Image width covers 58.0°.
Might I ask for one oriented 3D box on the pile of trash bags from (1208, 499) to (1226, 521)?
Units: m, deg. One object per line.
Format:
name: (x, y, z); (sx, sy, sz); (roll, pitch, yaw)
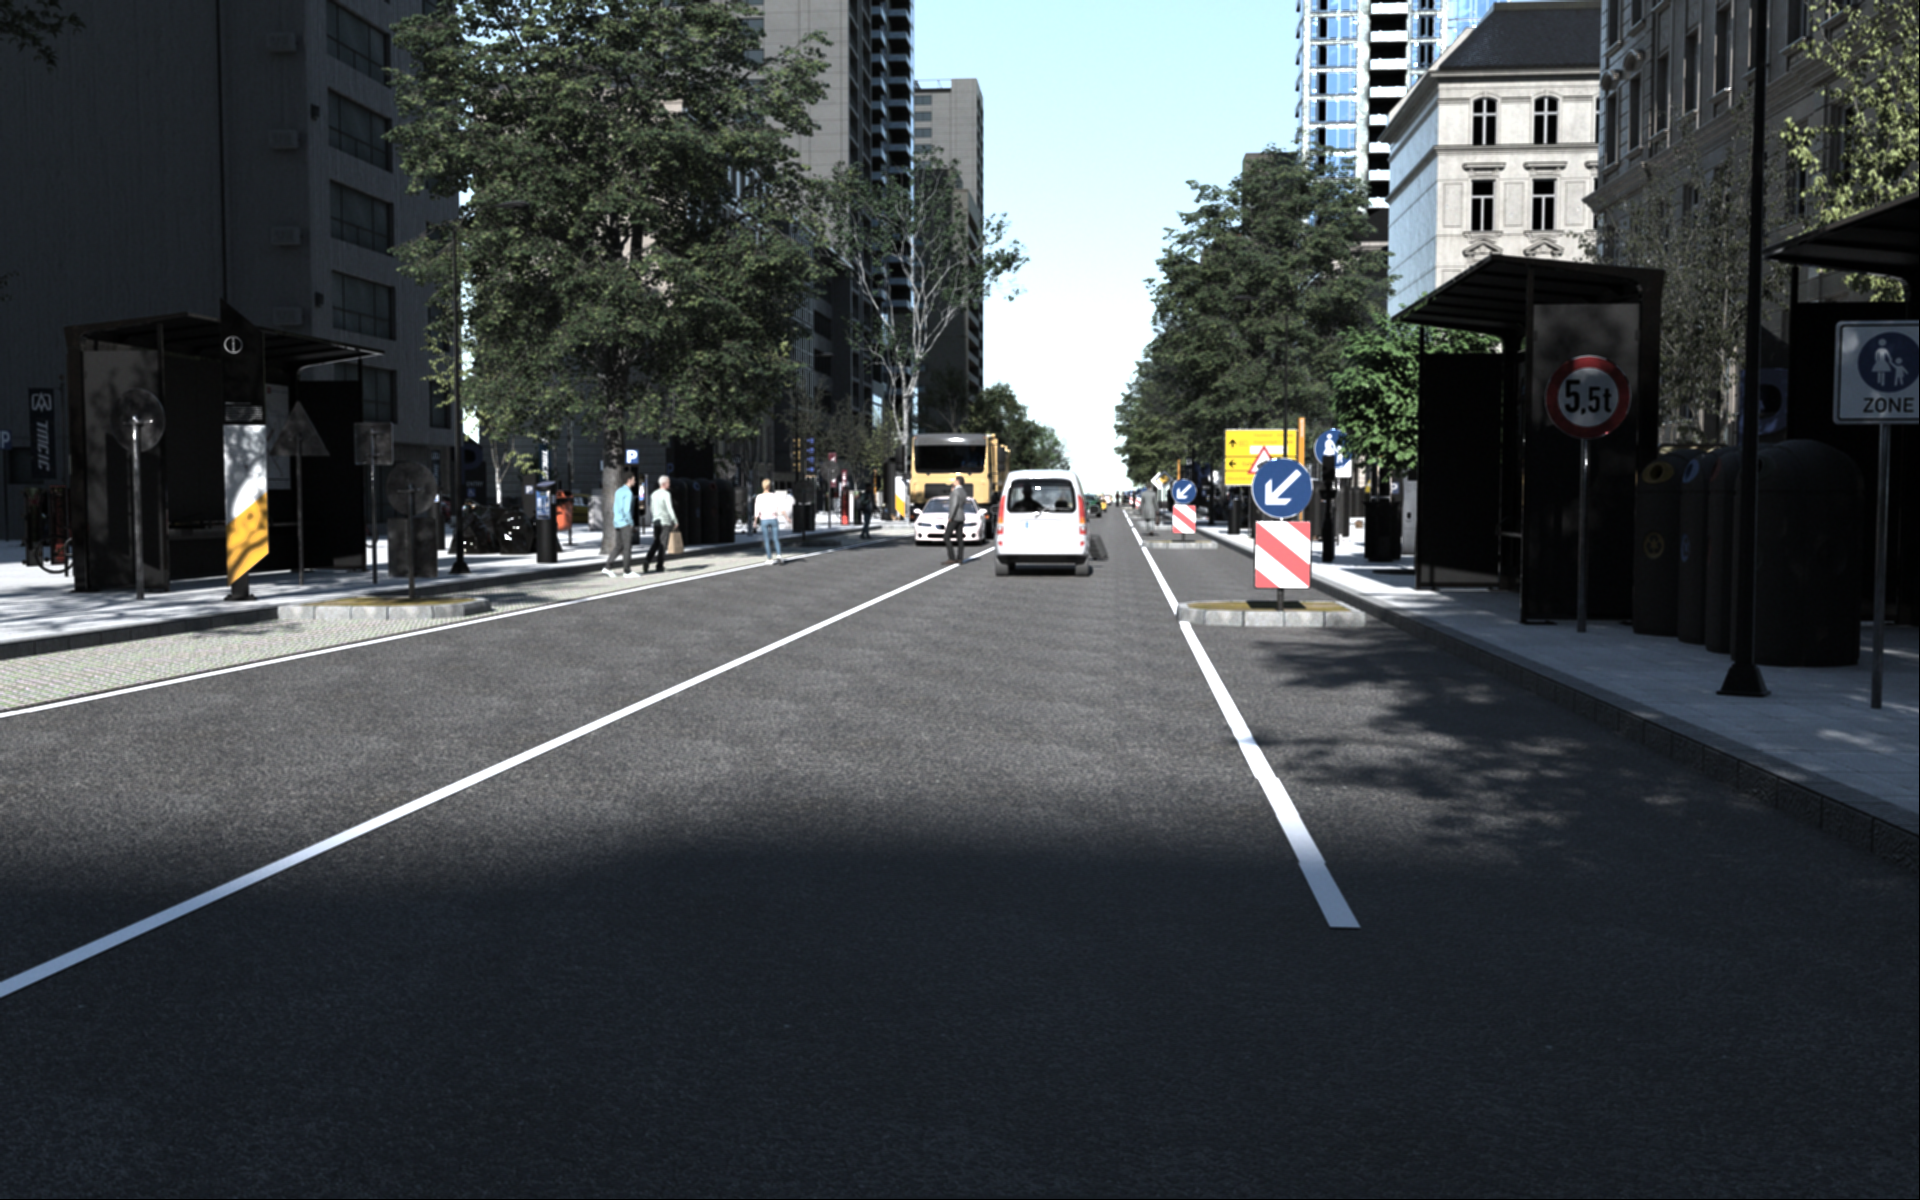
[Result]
pile of trash bags: (13.728, -4.470, 82.829); (3.447, 1.369, 1.912); (-1, 4, -16)

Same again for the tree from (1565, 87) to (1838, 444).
tree: (13.410, -4.942, 31.162); (4.360, 8.622, 3.978); (0, 3, 0)

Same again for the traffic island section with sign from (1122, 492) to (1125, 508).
traffic island section with sign: (13.157, -7.289, 127.797); (1.989, 1.847, 2.006); (0, 4, 5)

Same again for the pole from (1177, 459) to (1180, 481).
pole: (12.891, -6.623, 102.135); (0.158, 3.312, 0.155); (0, 3, 0)

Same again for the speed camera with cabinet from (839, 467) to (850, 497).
speed camera with cabinet: (-8.312, -8.261, 129.407); (0.660, 3.252, 2.038); (2, 4, 24)

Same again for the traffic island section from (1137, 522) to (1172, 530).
traffic island section: (8.400, -2.986, 71.106); (2.009, 0.180, 2.903); (0, 4, 5)

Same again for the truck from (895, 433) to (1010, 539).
truck: (0.053, -3.774, 57.626); (3.469, 3.379, 9.791); (0, 4, 6)

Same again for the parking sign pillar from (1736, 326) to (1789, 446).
parking sign pillar: (12.640, -2.337, 26.679); (1.447, 3.967, 1.447); (-2, 4, -26)

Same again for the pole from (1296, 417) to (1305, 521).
pole: (9.080, -3.201, 46.177); (0.158, 3.312, 0.155); (0, 3, 0)

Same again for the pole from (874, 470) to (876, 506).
pole: (-7.090, -9.227, 144.704); (0.158, 3.312, 0.155); (0, 3, 0)

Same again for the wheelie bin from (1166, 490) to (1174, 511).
wheelie bin: (16.169, -7.597, 132.119); (0.980, 1.594, 0.693); (-1, 4, -11)

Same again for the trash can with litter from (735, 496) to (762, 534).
trash can with litter: (-7.172, -2.737, 55.805); (2.233, 1.210, 1.678); (-2, 4, -34)

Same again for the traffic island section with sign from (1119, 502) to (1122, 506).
traffic island section with sign: (17.710, -10.405, 178.747); (1.989, 1.847, 2.006); (0, 4, 5)

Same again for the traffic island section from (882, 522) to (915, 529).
traffic island section: (-2.099, -3.044, 72.046); (2.009, 0.180, 2.903); (0, 4, 5)

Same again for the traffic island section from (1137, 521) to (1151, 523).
traffic island section: (9.112, -3.473, 79.059); (2.009, 0.180, 2.903); (0, 4, 5)

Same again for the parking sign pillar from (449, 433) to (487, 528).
parking sign pillar: (-18.754, -4.745, 66.049); (1.447, 3.967, 1.447); (-3, 5, -43)

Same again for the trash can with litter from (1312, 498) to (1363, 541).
trash can with litter: (10.089, -2.248, 47.818); (1.678, 1.210, 2.233); (0, 4, -3)

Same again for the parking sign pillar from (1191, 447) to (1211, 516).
parking sign pillar: (14.012, -6.849, 100.451); (1.447, 3.967, 1.447); (-3, 4, -38)

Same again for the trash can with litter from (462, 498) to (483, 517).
trash can with litter: (-13.481, -2.292, 48.861); (1.055, 1.170, 0.624); (-2, 4, -35)

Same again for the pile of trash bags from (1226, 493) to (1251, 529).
pile of trash bags: (11.950, -3.341, 64.375); (3.447, 1.369, 1.912); (2, 4, 29)

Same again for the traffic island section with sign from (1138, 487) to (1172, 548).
traffic island section with sign: (5.878, -2.318, 46.527); (1.989, 1.847, 2.006); (0, 4, 5)

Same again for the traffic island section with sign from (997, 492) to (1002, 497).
traffic island section with sign: (3.048, -7.393, 129.495); (1.989, 1.847, 2.006); (0, 4, 5)

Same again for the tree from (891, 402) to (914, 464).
tree: (-5.223, -11.065, 131.280); (4.360, 8.622, 3.978); (0, 3, 0)

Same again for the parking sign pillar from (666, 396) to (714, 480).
parking sign pillar: (-7.349, -3.588, 47.130); (1.447, 3.967, 1.447); (-3, 5, -44)

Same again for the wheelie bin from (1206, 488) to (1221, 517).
wheelie bin: (14.241, -5.430, 96.685); (0.980, 1.594, 0.693); (-1, 4, -22)

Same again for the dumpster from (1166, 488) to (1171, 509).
dumpster: (18.062, -8.590, 146.204); (1.264, 1.857, 1.865); (0, 4, 5)

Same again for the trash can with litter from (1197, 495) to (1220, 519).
trash can with litter: (12.744, -4.715, 88.140); (2.233, 1.210, 1.678); (2, 4, 35)

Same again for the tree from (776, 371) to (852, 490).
tree: (-8.896, -9.418, 104.340); (4.360, 8.622, 3.978); (0, 3, 0)

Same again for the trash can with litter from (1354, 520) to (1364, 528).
trash can with litter: (15.284, -3.281, 65.031); (1.055, 1.170, 0.624); (1, 4, 15)

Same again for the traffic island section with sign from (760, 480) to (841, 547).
traffic island section with sign: (-4.305, -2.372, 47.403); (1.989, 1.847, 2.006); (0, 4, 5)

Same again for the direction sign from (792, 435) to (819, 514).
direction sign: (-6.031, -4.576, 66.812); (0.876, 3.537, 0.379); (0, 4, 6)

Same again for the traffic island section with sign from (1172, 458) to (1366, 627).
traffic island section with sign: (3.477, -0.676, 19.679); (1.989, 1.847, 2.006); (0, 4, 5)

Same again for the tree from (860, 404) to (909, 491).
tree: (-6.274, -11.688, 141.469); (4.737, 8.622, 4.395); (0, 3, 0)

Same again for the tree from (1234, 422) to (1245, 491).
tree: (23.776, -12.112, 148.392); (4.737, 8.622, 4.395); (0, 3, 0)

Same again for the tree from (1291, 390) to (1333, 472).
tree: (22.739, -9.989, 113.679); (4.360, 8.622, 3.978); (0, 3, 0)

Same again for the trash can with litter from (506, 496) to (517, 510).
trash can with litter: (-22.260, -4.495, 84.544); (2.233, 1.210, 1.678); (0, 4, -8)

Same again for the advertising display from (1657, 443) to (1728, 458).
advertising display: (9.303, -1.032, 22.085); (0.974, 1.923, 0.123); (0, 4, -5)

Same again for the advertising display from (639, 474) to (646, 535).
advertising display: (-10.445, -3.038, 54.882); (0.974, 1.923, 0.123); (0, 4, 4)

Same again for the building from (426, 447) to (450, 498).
building: (-41.156, -17.210, 99.412); (19.932, 24.808, 12.078); (0, 4, 5)

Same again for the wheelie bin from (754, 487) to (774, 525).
wheelie bin: (-8.241, -3.979, 72.964); (0.980, 1.594, 0.693); (1, 4, 18)

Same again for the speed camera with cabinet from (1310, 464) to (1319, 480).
speed camera with cabinet: (19.628, -6.459, 99.947); (2.038, 3.252, 0.660); (-1, 4, -9)

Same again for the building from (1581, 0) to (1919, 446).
building: (25.758, -15.162, 45.169); (12.463, 27.353, 25.104); (0, 4, 5)

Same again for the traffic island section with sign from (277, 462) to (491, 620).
traffic island section with sign: (-6.707, -0.729, 20.554); (1.989, 1.847, 2.006); (0, 4, 5)

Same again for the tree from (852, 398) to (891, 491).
tree: (-7.558, -10.700, 125.303); (4.360, 8.622, 3.978); (0, 3, 0)

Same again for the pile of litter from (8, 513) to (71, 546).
pile of litter: (-22.627, -1.767, 42.851); (1.719, 0.858, 1.176); (1, 4, 16)

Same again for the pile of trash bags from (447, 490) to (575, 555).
pile of trash bags: (-9.614, -1.742, 38.236); (1.912, 1.369, 3.447); (1, 4, 21)

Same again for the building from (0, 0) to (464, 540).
building: (-23.935, -17.272, 54.093); (14.107, 30.474, 14.160); (0, 4, 5)

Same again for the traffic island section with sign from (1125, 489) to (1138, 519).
traffic island section with sign: (10.747, -5.645, 100.926); (1.989, 1.847, 2.006); (0, 4, 5)

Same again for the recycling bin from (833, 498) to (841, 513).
recycling bin: (-7.978, -6.254, 114.813); (0.722, 1.027, 0.722); (-1, 4, -18)

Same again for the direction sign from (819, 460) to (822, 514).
direction sign: (-9.432, -7.476, 114.232); (0.876, 3.537, 0.379); (2, 4, 32)

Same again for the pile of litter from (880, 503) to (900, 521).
pile of litter: (-3.374, -4.323, 84.649); (1.176, 0.858, 1.719); (1, 4, 12)
